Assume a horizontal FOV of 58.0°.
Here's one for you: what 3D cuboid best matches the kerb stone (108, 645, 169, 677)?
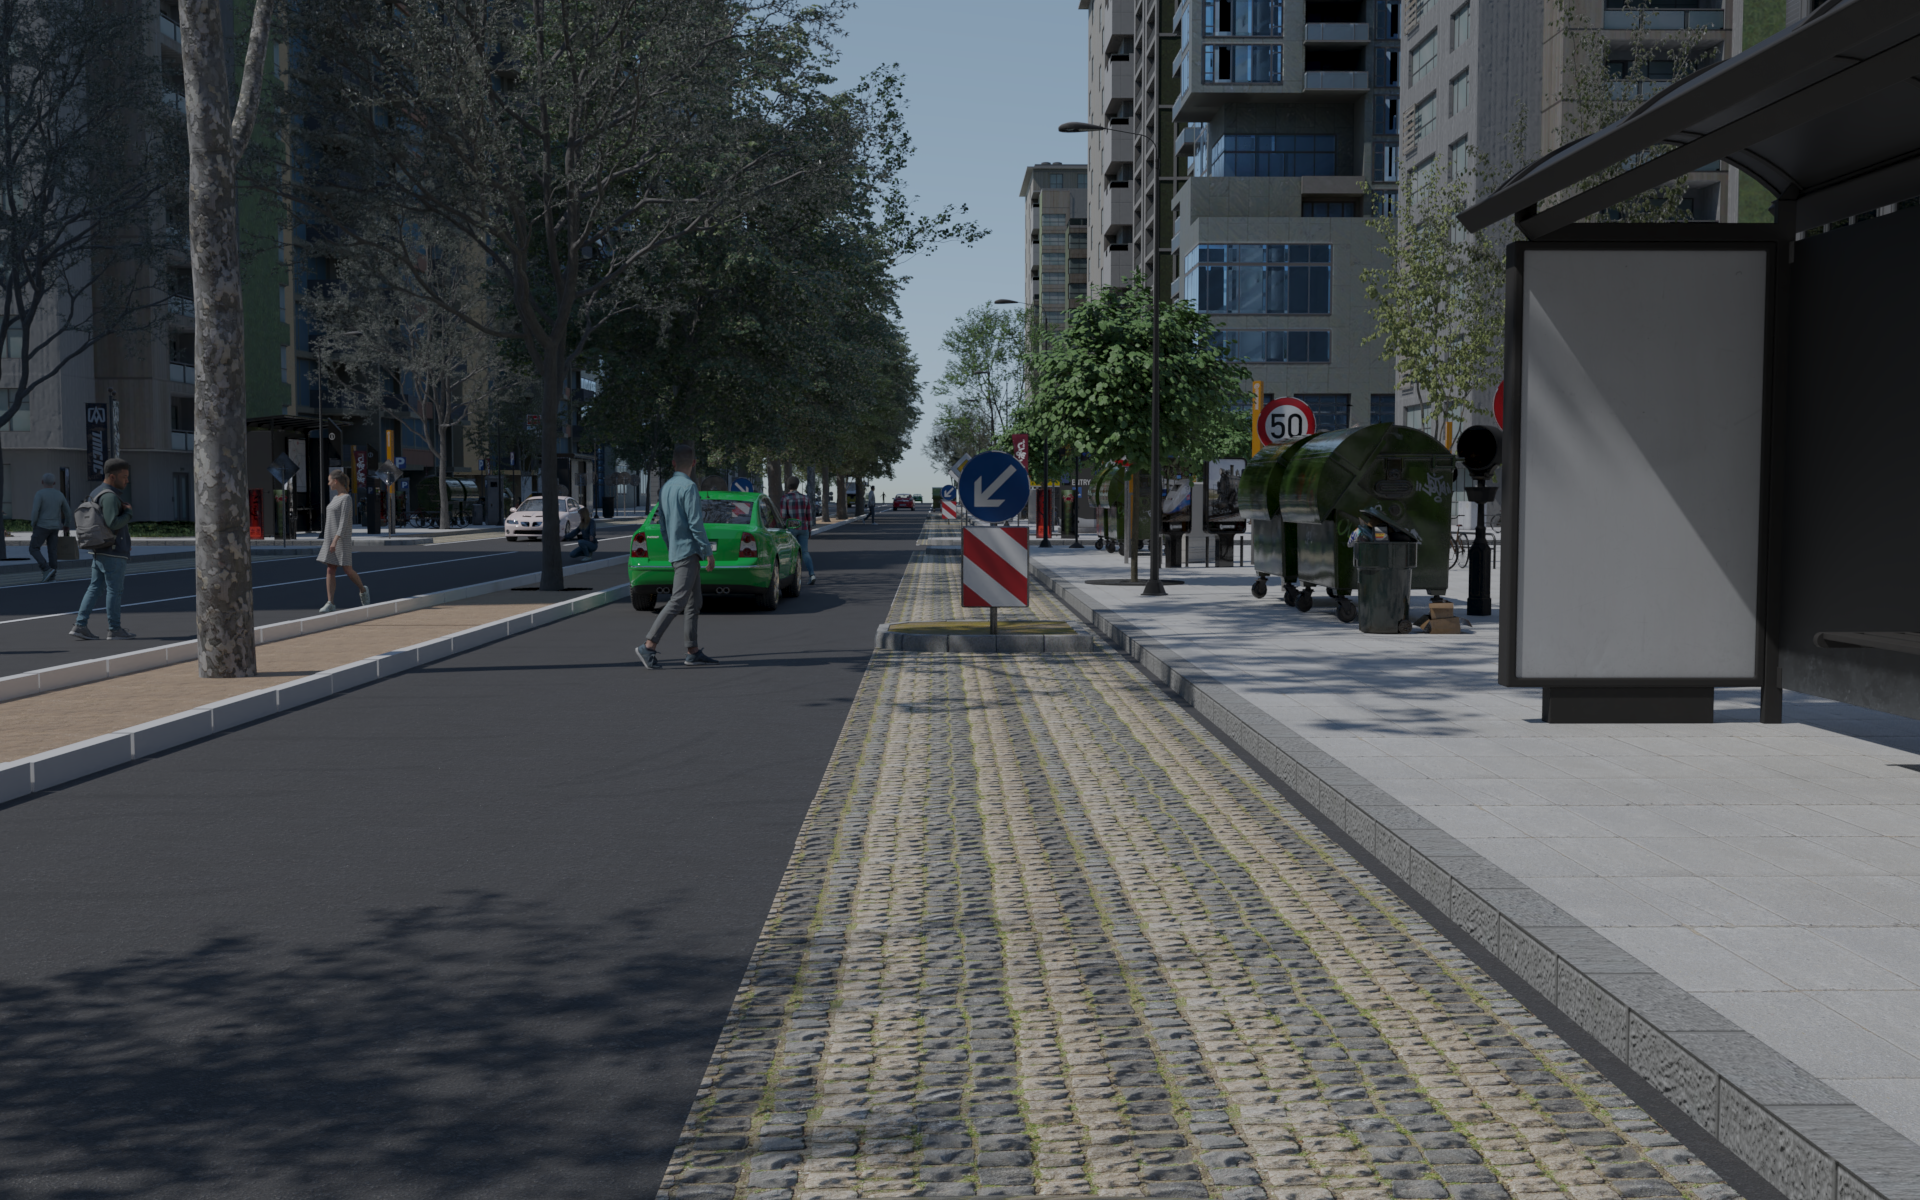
[{"bbox_3d":[-6.678,0.506,13.956,0.120,0.150,1.000,0,4,-1],"label":"kerb stone"}]

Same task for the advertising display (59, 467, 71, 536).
[{"bbox_3d":[-21.195,-2.192,41.047,0.123,1.923,0.974,-1,4,-22],"label":"advertising display"}]

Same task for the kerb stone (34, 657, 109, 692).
[{"bbox_3d":[-6.673,0.566,12.934,0.120,0.150,1.000,0,4,-1],"label":"kerb stone"}]

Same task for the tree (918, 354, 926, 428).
[{"bbox_3d":[-6.568,-11.431,96.003,9.857,13.997,8.962,0,3,0],"label":"tree"}]

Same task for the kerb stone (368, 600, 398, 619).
[{"bbox_3d":[-6.770,0.128,20.103,0.120,0.150,1.000,0,4,-1],"label":"kerb stone"}]

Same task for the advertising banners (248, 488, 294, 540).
[{"bbox_3d":[-19.652,-3.188,48.306,2.074,3.025,0.090,0,4,1],"label":"advertising banners"}]

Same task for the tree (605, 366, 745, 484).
[{"bbox_3d":[-19.413,-12.278,117.747,9.611,12.733,9.660,0,3,0],"label":"tree"}]

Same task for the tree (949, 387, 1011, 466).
[{"bbox_3d":[1.875,-10.215,117.378,4.360,8.622,3.978,0,3,0],"label":"tree"}]

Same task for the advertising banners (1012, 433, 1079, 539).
[{"bbox_3d":[2.442,-3.275,49.738,2.074,3.025,0.090,2,4,24],"label":"advertising banners"}]

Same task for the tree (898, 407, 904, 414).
[{"bbox_3d":[-6.717,-10.196,87.288,7.486,12.596,7.792,0,3,0],"label":"tree"}]

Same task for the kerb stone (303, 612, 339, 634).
[{"bbox_3d":[-6.735,0.257,18.057,0.120,0.150,1.000,0,4,-1],"label":"kerb stone"}]

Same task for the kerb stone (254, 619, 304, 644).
[{"bbox_3d":[-6.726,0.316,17.033,0.120,0.150,1.000,0,4,-1],"label":"kerb stone"}]

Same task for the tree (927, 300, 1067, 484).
[{"bbox_3d":[2.219,-10.142,91.581,9.928,11.665,9.643,0,3,0],"label":"tree"}]

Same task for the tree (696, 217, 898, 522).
[{"bbox_3d":[-6.408,-8.842,65.147,7.486,12.596,7.792,0,3,0],"label":"tree"}]

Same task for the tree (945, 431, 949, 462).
[{"bbox_3d":[0.904,-12.551,155.578,4.360,8.622,3.978,0,3,0],"label":"tree"}]

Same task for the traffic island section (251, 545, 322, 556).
[{"bbox_3d":[-16.209,-1.177,41.521,2.009,0.180,2.903,0,4,-1],"label":"traffic island section"}]

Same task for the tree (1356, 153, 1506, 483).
[{"bbox_3d":[10.398,-5.335,37.597,4.737,8.622,4.395,0,3,0],"label":"tree"}]

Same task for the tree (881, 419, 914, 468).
[{"bbox_3d":[-7.127,-11.213,120.198,8.767,10.594,7.601,0,4,-1],"label":"tree"}]

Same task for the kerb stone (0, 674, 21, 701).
[{"bbox_3d":[-6.656,0.633,11.911,0.120,0.150,1.000,0,4,-1],"label":"kerb stone"}]

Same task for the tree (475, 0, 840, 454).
[{"bbox_3d":[-5.952,-7.859,37.615,9.857,13.997,8.962,0,3,0],"label":"tree"}]

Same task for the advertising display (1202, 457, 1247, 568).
[{"bbox_3d":[4.638,-1.536,30.333,0.974,1.923,0.123,-3,4,-37],"label":"advertising display"}]

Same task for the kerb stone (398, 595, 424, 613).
[{"bbox_3d":[-6.779,0.065,21.131,0.120,0.150,1.000,0,4,-1],"label":"kerb stone"}]

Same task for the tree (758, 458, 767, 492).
[{"bbox_3d":[-20.618,-13.443,170.149,4.737,8.622,4.395,0,3,0],"label":"tree"}]

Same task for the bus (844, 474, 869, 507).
[{"bbox_3d":[-11.236,-11.858,185.432,2.896,3.916,12.252,0,4,-1],"label":"bus"}]

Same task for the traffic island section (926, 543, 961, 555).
[{"bbox_3d":[0.180,-1.190,41.740,2.009,0.180,2.903,0,4,-1],"label":"traffic island section"}]

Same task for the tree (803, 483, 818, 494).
[{"bbox_3d":[-21.554,-15.283,244.479,1.663,3.219,1.824,0,3,0],"label":"tree"}]

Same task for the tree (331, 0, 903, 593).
[{"bbox_3d":[-6.063,-6.881,25.325,12.009,13.543,11.850,0,3,0],"label":"tree"}]

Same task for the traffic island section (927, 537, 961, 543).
[{"bbox_3d":[0.071,-1.679,49.725,2.009,0.180,2.903,0,4,-1],"label":"traffic island section"}]

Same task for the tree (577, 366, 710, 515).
[{"bbox_3d":[-19.061,-10.437,105.063,8.767,10.594,7.601,-1,4,-8],"label":"tree"}]

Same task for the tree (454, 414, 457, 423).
[{"bbox_3d":[-28.513,-9.452,104.903,4.360,8.622,3.978,0,3,0],"label":"tree"}]

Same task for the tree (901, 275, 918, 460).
[{"bbox_3d":[-6.007,-9.006,56.354,9.857,13.997,8.962,0,3,0],"label":"tree"}]

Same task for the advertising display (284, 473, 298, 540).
[{"bbox_3d":[-18.957,-2.681,49.054,0.123,1.923,0.974,-2,4,-35],"label":"advertising display"}]

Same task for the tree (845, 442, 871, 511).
[{"bbox_3d":[-6.860,-9.241,103.907,4.360,8.622,3.978,0,3,0],"label":"tree"}]

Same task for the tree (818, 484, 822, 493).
[{"bbox_3d":[-22.573,-16.998,272.519,1.663,3.219,1.824,0,3,0],"label":"tree"}]

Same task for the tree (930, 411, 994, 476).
[{"bbox_3d":[1.131,-15.573,189.032,7.601,10.594,8.767,3,5,42],"label":"tree"}]

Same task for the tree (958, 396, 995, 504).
[{"bbox_3d":[0.137,-18.756,217.035,12.009,13.543,11.850,0,3,0],"label":"tree"}]

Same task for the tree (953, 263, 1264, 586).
[{"bbox_3d":[2.541,-2.504,24.655,4.285,4.588,4.351,0,3,0],"label":"tree"}]

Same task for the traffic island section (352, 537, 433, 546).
[{"bbox_3d":[-16.319,-1.665,49.505,2.009,0.180,2.903,0,4,-1],"label":"traffic island section"}]

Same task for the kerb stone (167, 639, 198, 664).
[{"bbox_3d":[-6.693,0.443,14.978,0.120,0.150,1.000,0,4,-1],"label":"kerb stone"}]

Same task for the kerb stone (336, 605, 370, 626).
[{"bbox_3d":[-6.754,0.191,19.079,0.120,0.150,1.000,0,4,-1],"label":"kerb stone"}]

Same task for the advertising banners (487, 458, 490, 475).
[{"bbox_3d":[-22.812,-5.409,84.625,0.090,3.025,2.074,0,4,1],"label":"advertising banners"}]

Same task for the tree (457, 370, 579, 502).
[{"bbox_3d":[-19.666,-7.847,78.662,4.360,8.622,3.978,0,3,0],"label":"tree"}]

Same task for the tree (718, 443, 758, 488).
[{"bbox_3d":[-21.144,-12.428,153.567,4.737,8.622,4.395,0,3,0],"label":"tree"}]

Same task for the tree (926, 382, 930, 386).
[{"bbox_3d":[-6.421,-12.345,110.946,9.857,13.997,8.962,0,3,0],"label":"tree"}]

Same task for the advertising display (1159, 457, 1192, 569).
[{"bbox_3d":[3.718,-1.522,30.106,0.123,1.923,0.974,3,5,41],"label":"advertising display"}]

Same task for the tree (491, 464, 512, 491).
[{"bbox_3d":[-29.270,-7.065,110.118,1.663,3.219,1.824,0,3,0],"label":"tree"}]

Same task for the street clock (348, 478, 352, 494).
[{"bbox_3d":[-27.663,-4.528,78.610,0.358,2.002,0.471,-1,4,-8],"label":"street clock"}]

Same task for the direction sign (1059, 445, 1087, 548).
[{"bbox_3d":[2.773,-3.002,41.078,0.876,3.537,0.379,1,4,20],"label":"direction sign"}]

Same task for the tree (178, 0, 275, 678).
[{"bbox_3d":[-4.512,-9.405,12.119,12.611,20.169,13.585,0,3,0],"label":"tree"}]

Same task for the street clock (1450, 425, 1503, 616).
[{"bbox_3d":[5.489,-0.837,18.257,0.358,2.002,0.471,-3,5,-45],"label":"street clock"}]

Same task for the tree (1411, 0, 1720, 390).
[{"bbox_3d":[9.049,-4.585,25.323,4.360,8.622,3.978,0,3,0],"label":"tree"}]

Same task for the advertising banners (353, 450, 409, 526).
[{"bbox_3d":[-23.329,-4.501,69.774,2.074,3.025,0.090,-1,4,-14],"label":"advertising banners"}]
